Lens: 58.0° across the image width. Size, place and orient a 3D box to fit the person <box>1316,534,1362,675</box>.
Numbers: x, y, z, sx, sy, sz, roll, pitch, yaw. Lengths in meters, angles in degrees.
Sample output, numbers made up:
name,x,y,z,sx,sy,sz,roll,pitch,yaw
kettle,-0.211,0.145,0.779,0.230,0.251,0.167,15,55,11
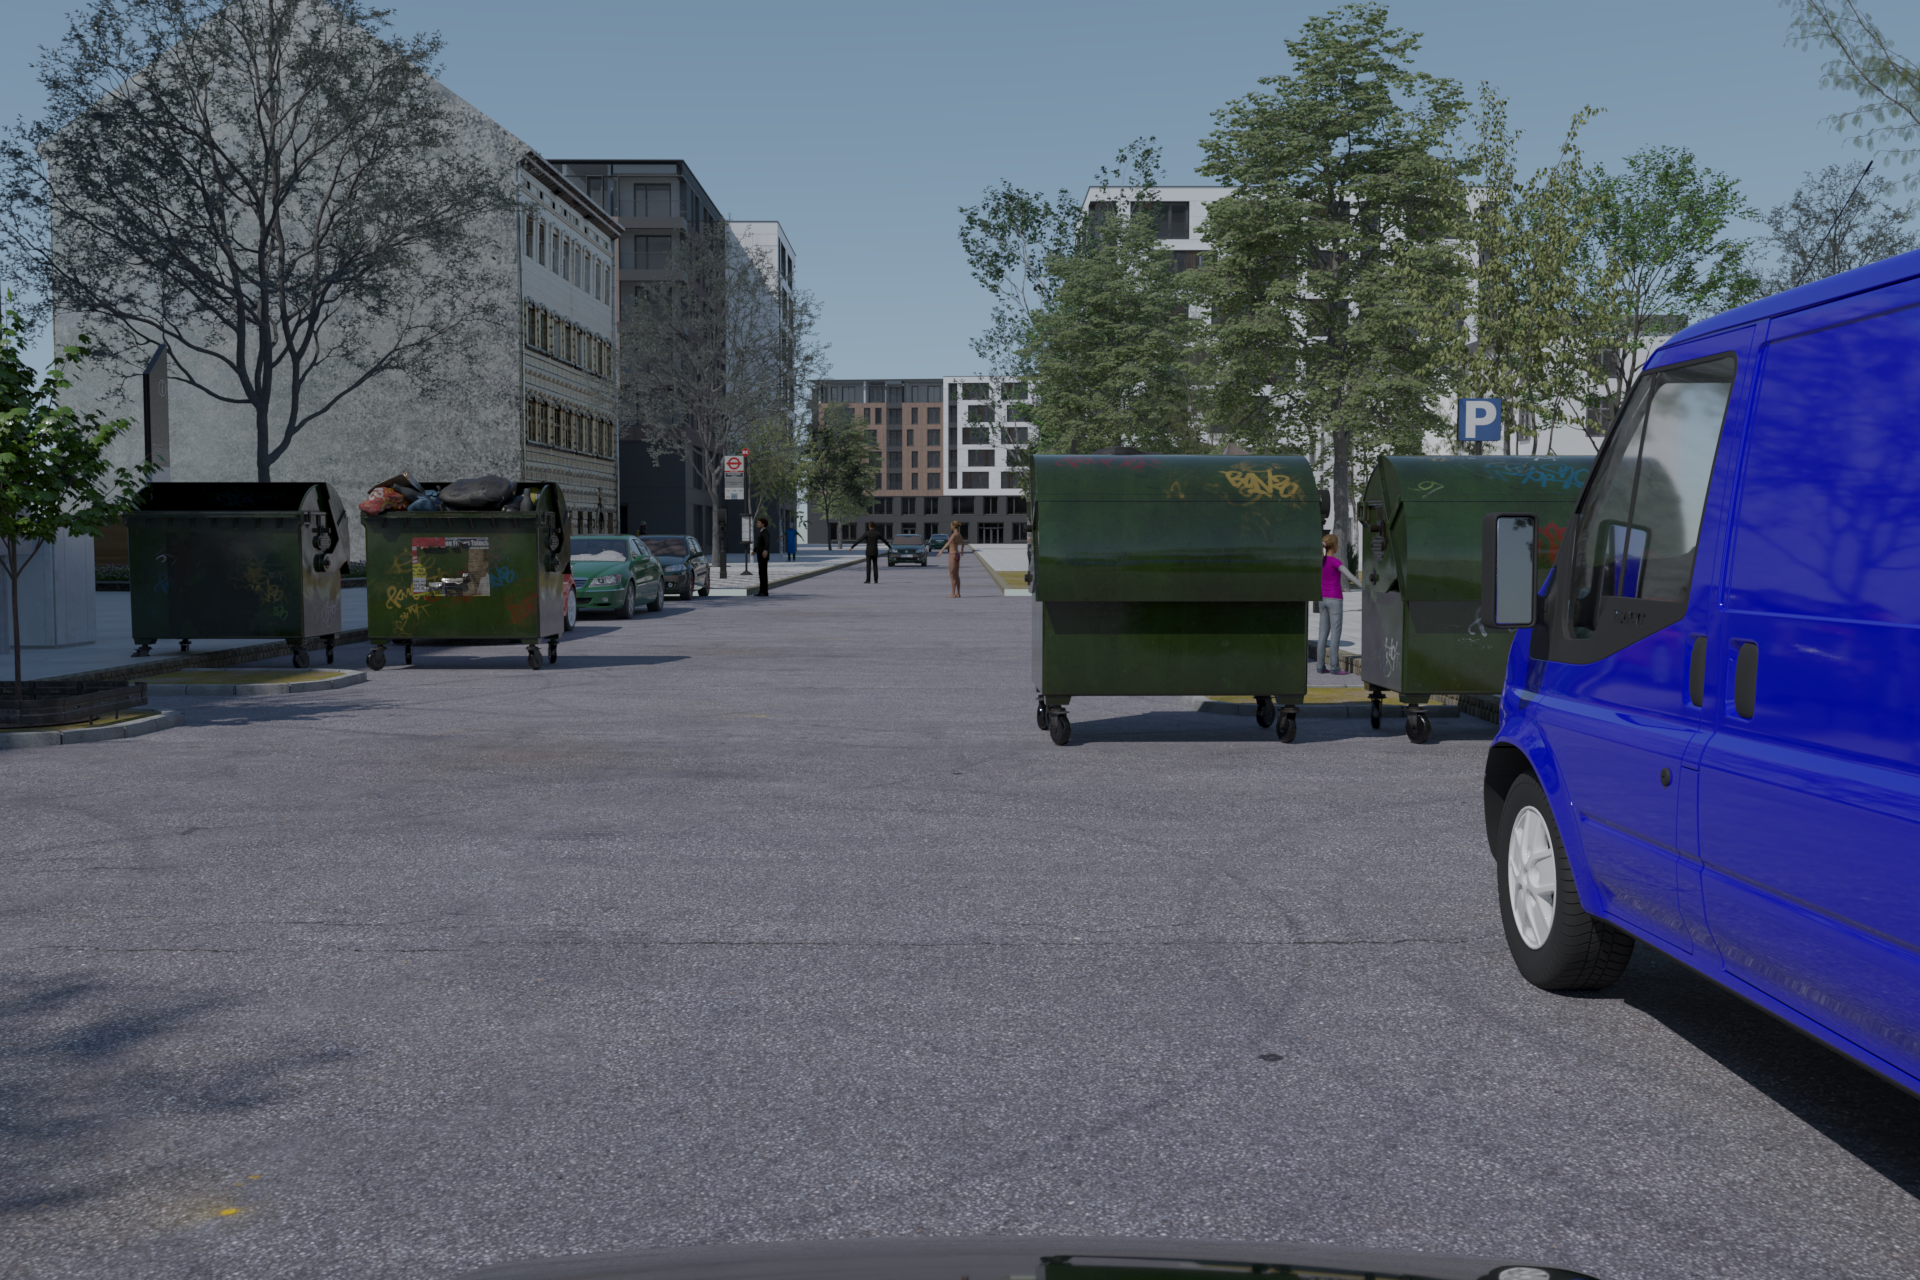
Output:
name,x,y,z,sx,sy,sz,roll,pitch,yaw
person,3.829,-0.365,17.698,0.599,1.433,0.991,-2,4,-34

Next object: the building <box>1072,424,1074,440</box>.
name,x,y,z,sx,sy,sz,roll,pitch,yaw
building,24.130,-20.449,178.313,27.936,21.610,32.646,0,4,0

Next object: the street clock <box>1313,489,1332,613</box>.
name,x,y,z,sx,sy,sz,roll,pitch,yaw
street clock,5.845,-1.439,28.095,0.358,2.002,0.471,0,4,0

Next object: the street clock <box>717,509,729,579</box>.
name,x,y,z,sx,sy,sz,roll,pitch,yaw
street clock,-6.817,-2.768,49.834,0.358,2.002,0.471,0,4,2

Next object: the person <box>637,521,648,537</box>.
name,x,y,z,sx,sy,sz,roll,pitch,yaw
person,-14.018,-4.346,76.837,0.705,1.856,1.354,-2,4,-25

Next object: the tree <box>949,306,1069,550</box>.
name,x,y,z,sx,sy,sz,roll,pitch,yaw
tree,5.260,-17.608,143.774,12.611,20.169,13.585,0,3,0

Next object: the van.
name,x,y,z,sx,sy,sz,roll,pitch,yaw
van,2.725,0.041,3.713,2.240,2.365,5.245,0,4,-1

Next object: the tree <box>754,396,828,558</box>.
name,x,y,z,sx,sy,sz,roll,pitch,yaw
tree,-9.341,-8.619,91.287,4.737,8.622,4.395,0,3,0

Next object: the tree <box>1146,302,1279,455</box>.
name,x,y,z,sx,sy,sz,roll,pitch,yaw
tree,7.740,-6.318,53.663,4.360,8.622,3.978,0,3,0

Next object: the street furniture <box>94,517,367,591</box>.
name,x,y,z,sx,sy,sz,roll,pitch,yaw
street furniture,-17.487,-2.067,40.646,11.010,1.723,9.812,0,4,7

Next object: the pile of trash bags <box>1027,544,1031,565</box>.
name,x,y,z,sx,sy,sz,roll,pitch,yaw
pile of trash bags,2.983,-2.630,52.752,1.912,1.369,3.447,0,4,-2

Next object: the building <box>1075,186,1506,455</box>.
name,x,y,z,sx,sy,sz,roll,pitch,yaw
building,21.546,-16.776,118.269,27.936,21.610,32.646,0,3,0

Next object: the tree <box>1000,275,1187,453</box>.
name,x,y,z,sx,sy,sz,roll,pitch,yaw
tree,5.447,-8.818,69.935,9.928,11.665,9.643,0,3,0

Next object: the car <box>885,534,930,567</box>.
name,x,y,z,sx,sy,sz,roll,pitch,yaw
car,-2.335,-4.135,77.392,2.009,1.686,4.222,0,4,0

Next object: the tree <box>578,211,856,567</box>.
name,x,y,z,sx,sy,sz,roll,pitch,yaw
tree,-9.484,-9.564,66.734,12.009,13.543,11.850,0,3,0

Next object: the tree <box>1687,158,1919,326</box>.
name,x,y,z,sx,sy,sz,roll,pitch,yaw
tree,28.234,-8.960,56.873,12.009,13.543,11.850,0,3,0

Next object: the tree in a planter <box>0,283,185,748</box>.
name,x,y,z,sx,sy,sz,roll,pitch,yaw
tree in a planter,-6.841,-0.934,12.488,1.991,3.239,1.994,0,4,1

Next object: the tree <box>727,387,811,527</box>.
name,x,y,z,sx,sy,sz,roll,pitch,yaw
tree,-9.596,-8.261,85.430,4.737,8.622,4.395,0,3,0

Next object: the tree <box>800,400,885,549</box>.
name,x,y,z,sx,sy,sz,roll,pitch,yaw
tree,-10.115,-14.004,147.087,7.486,12.596,7.792,0,3,0

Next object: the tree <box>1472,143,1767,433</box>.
name,x,y,z,sx,sy,sz,roll,pitch,yaw
tree,17.488,-7.382,46.445,9.928,11.665,9.643,0,3,0

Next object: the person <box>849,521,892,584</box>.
name,x,y,z,sx,sy,sz,roll,pitch,yaw
person,-2.564,-2.539,50.195,1.346,1.802,0.704,-1,4,-23

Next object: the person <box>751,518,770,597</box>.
name,x,y,z,sx,sy,sz,roll,pitch,yaw
person,-4.554,-1.904,39.769,0.705,1.806,1.347,-1,4,-19

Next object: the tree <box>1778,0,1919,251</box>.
name,x,y,z,sx,sy,sz,roll,pitch,yaw
tree,8.761,-3.790,12.324,4.360,8.622,3.978,0,3,0

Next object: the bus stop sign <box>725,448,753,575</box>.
name,x,y,z,sx,sy,sz,roll,pitch,yaw
bus stop sign,-6.886,-3.991,53.952,0.855,3.939,0.416,0,4,1

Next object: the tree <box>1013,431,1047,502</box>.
name,x,y,z,sx,sy,sz,roll,pitch,yaw
tree,5.517,-10.520,122.372,4.737,8.622,4.395,0,3,0

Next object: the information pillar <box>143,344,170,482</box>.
name,x,y,z,sx,sy,sz,roll,pitch,yaw
information pillar,-9.806,-1.826,21.202,0.183,3.616,0.504,0,4,1

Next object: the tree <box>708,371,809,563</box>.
name,x,y,z,sx,sy,sz,roll,pitch,yaw
tree,-9.406,-7.702,76.292,4.360,8.622,3.978,0,3,0

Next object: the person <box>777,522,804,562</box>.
name,x,y,z,sx,sy,sz,roll,pitch,yaw
person,-7.792,-4.513,79.919,1.347,1.817,0.704,1,4,14

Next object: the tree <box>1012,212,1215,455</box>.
name,x,y,z,sx,sy,sz,roll,pitch,yaw
tree,5.692,-8.740,61.028,7.486,12.596,7.792,0,3,0

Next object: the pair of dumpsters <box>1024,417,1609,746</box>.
name,x,y,z,sx,sy,sz,roll,pitch,yaw
pair of dumpsters,2.666,-0.447,12.257,4.436,2.255,1.574,0,4,-1

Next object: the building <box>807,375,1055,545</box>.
name,x,y,z,sx,sy,sz,roll,pitch,yaw
building,-2.860,-23.856,236.480,32.646,21.610,27.936,0,4,6

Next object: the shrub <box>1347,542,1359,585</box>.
name,x,y,z,sx,sy,sz,roll,pitch,yaw
shrub,9.586,-1.985,43.576,1.383,1.207,1.383,0,3,0

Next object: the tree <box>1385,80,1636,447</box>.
name,x,y,z,sx,sy,sz,roll,pitch,yaw
tree,9.079,-4.755,28.110,4.737,8.622,4.395,0,3,0

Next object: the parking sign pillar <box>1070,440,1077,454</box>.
name,x,y,z,sx,sy,sz,roll,pitch,yaw
parking sign pillar,3.383,-3.772,50.148,1.447,3.967,1.447,0,4,0

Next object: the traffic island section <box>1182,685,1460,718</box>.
name,x,y,z,sx,sy,sz,roll,pitch,yaw
traffic island section,2.900,0.511,14.506,1.991,0.108,1.994,0,4,0

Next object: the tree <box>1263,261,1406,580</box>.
name,x,y,z,sx,sy,sz,roll,pitch,yaw
tree,10.769,-5.852,46.040,4.360,8.622,3.978,0,3,0

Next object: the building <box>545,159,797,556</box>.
name,x,y,z,sx,sy,sz,roll,pitch,yaw
building,-25.768,-16.329,110.958,27.936,21.610,32.646,0,4,-1

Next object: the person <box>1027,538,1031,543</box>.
name,x,y,z,sx,sy,sz,roll,pitch,yaw
person,3.391,-4.003,71.590,1.345,1.843,0.704,-2,4,-30

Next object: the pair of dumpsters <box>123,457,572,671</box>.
name,x,y,z,sx,sy,sz,roll,pitch,yaw
pair of dumpsters,-6.514,-0.833,18.575,4.436,2.255,1.574,0,3,0

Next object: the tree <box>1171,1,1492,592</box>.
name,x,y,z,sx,sy,sz,roll,pitch,yaw
tree,8.078,-7.316,37.739,7.486,12.596,7.792,0,3,0

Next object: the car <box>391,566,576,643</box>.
name,x,y,z,sx,sy,sz,roll,pitch,yaw
car,-6.590,-0.919,24.072,2.155,1.783,4.494,0,4,0

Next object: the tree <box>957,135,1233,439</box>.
name,x,y,z,sx,sy,sz,roll,pitch,yaw
tree,6.534,-13.843,82.230,12.611,20.169,13.585,0,3,0

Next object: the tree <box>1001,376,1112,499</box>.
name,x,y,z,sx,sy,sz,roll,pitch,yaw
tree,5.790,-9.833,95.178,7.601,10.594,8.767,-1,4,-10

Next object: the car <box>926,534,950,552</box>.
name,x,y,z,sx,sy,sz,roll,pitch,yaw
car,-1.636,-7.816,139.582,2.131,1.459,4.920,0,4,-1

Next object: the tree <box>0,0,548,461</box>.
name,x,y,z,sx,sy,sz,roll,pitch,yaw
tree,-12.788,-7.428,31.817,12.009,13.543,11.850,0,3,0

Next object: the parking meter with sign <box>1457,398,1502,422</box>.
name,x,y,z,sx,sy,sz,roll,pitch,yaw
parking meter with sign,6.672,-1.543,21.492,0.543,3.016,1.738,0,4,0

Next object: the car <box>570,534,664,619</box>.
name,x,y,z,sx,sy,sz,roll,pitch,yaw
car,-6.439,-1.156,30.695,2.131,1.459,4.920,0,4,0

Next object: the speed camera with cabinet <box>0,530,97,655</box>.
name,x,y,z,sx,sy,sz,roll,pitch,yaw
speed camera with cabinet,-10.386,-1.521,19.204,0.660,3.252,2.038,0,4,0

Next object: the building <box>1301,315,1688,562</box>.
name,x,y,z,sx,sy,sz,roll,pitch,yaw
building,23.159,-8.455,80.386,9.099,9.664,28.070,0,4,0

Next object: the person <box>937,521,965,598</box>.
name,x,y,z,sx,sy,sz,roll,pitch,yaw
person,-0.189,-1.820,39.010,0.721,1.733,1.217,2,4,26

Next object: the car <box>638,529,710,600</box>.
name,x,y,z,sx,sy,sz,roll,pitch,yaw
car,-6.660,-1.767,38.684,2.009,1.686,4.222,0,3,0

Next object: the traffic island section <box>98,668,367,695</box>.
name,x,y,z,sx,sy,sz,roll,pitch,yaw
traffic island section,-6.769,0.397,16.380,1.991,0.108,1.994,0,3,0

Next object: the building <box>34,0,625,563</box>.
name,x,y,z,sx,sy,sz,roll,pitch,yaw
building,-26.408,-15.052,77.027,19.493,23.208,18.063,0,4,1

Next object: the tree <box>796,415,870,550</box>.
name,x,y,z,sx,sy,sz,roll,pitch,yaw
tree,-10.469,-12.284,135.258,7.601,10.594,8.767,1,4,19

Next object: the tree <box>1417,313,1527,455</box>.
name,x,y,z,sx,sy,sz,roll,pitch,yaw
tree,17.087,-6.486,56.413,4.360,8.622,3.978,0,3,0
